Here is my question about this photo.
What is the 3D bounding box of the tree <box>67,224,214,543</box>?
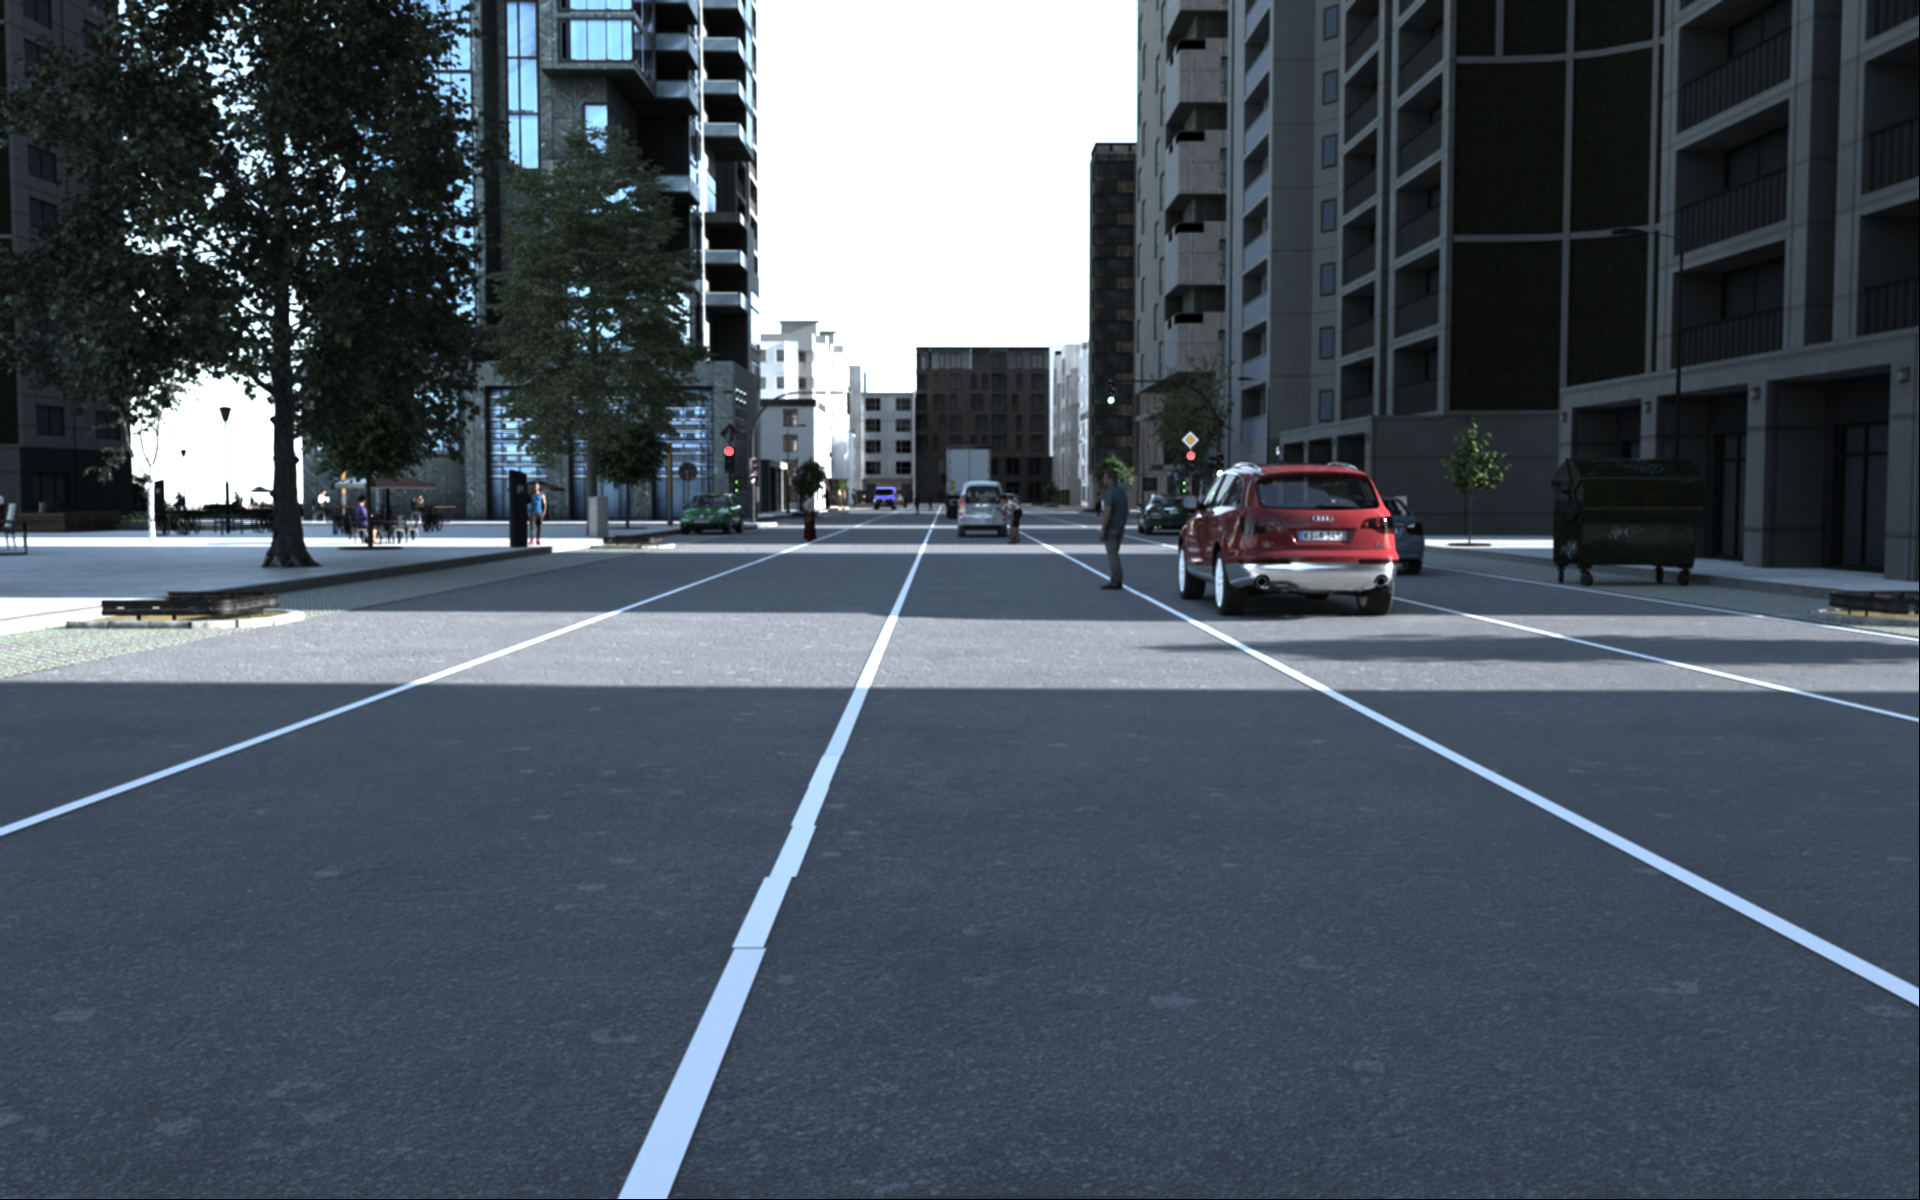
[{"bbox_3d":[-21.437,-5.830,45.684,4.360,8.622,3.978,0,3,0],"label":"tree"}]

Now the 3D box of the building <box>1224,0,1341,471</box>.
[{"bbox_3d":[28.921,-33.325,86.860,28.212,58.520,21.231,0,4,0],"label":"building"}]

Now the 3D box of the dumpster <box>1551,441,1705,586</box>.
[{"bbox_3d":[10.448,-1.364,27.253,1.985,2.255,1.502,0,4,-2],"label":"dumpster"}]

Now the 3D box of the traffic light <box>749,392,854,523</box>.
[{"bbox_3d":[-7.119,-6.265,77.101,4.771,5.953,1.251,0,4,0],"label":"traffic light"}]

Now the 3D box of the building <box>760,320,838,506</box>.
[{"bbox_3d":[-21.835,-20.168,186.165,16.016,20.091,11.380,0,4,0],"label":"building"}]

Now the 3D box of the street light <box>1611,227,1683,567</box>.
[{"bbox_3d":[12.025,-3.534,30.316,1.470,5.913,1.316,0,4,0],"label":"street light"}]

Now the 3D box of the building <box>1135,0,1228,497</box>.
[{"bbox_3d":[26.419,-32.109,114.219,28.713,52.752,27.495,0,4,0],"label":"building"}]

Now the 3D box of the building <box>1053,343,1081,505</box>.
[{"bbox_3d":[20.710,-21.119,211.752,16.747,18.905,31.486,0,4,0],"label":"building"}]

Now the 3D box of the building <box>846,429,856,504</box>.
[{"bbox_3d":[-27.620,-17.198,223.339,28.070,9.664,9.099,0,4,0],"label":"building"}]

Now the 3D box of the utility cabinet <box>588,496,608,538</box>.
[{"bbox_3d":[-10.571,-2.413,50.615,0.306,1.237,1.020,0,4,5],"label":"utility cabinet"}]

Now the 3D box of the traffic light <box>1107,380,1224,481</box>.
[{"bbox_3d":[8.202,-5.774,69.075,4.771,5.953,1.251,0,4,0],"label":"traffic light"}]

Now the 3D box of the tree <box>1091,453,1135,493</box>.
[{"bbox_3d":[11.756,-9.210,134.304,4.285,4.588,4.351,0,3,0],"label":"tree"}]

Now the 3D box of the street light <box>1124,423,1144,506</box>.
[{"bbox_3d":[11.422,-8.597,113.097,1.470,5.913,1.316,0,4,0],"label":"street light"}]

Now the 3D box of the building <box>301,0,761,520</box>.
[{"bbox_3d":[-22.248,-47.966,96.918,22.319,86.520,31.000,0,4,0],"label":"building"}]

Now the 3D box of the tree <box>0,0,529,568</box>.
[{"bbox_3d":[-11.911,-6.920,30.147,9.611,12.733,9.660,0,3,0],"label":"tree"}]

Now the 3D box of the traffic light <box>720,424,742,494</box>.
[{"bbox_3d":[-9.147,-4.902,69.065,0.839,4.253,0.868,0,4,0],"label":"traffic light"}]

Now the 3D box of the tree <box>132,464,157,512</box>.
[{"bbox_3d":[-65.710,-13.449,121.705,13.155,14.587,18.604,0,4,4],"label":"tree"}]

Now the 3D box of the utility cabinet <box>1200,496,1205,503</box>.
[{"bbox_3d":[12.023,-4.540,85.395,0.306,1.237,1.020,1,4,12],"label":"utility cabinet"}]

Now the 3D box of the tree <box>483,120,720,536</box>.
[{"bbox_3d":[-11.024,-8.248,52.975,7.486,12.596,7.792,0,3,0],"label":"tree"}]

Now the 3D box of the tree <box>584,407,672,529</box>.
[{"bbox_3d":[-12.358,-4.928,64.284,4.285,4.588,4.351,0,3,0],"label":"tree"}]

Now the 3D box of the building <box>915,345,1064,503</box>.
[{"bbox_3d":[10.063,-24.869,250.574,32.646,21.610,27.936,0,4,0],"label":"building"}]

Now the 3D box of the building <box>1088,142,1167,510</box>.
[{"bbox_3d":[17.645,-22.849,145.279,14.160,30.474,14.107,0,4,0],"label":"building"}]

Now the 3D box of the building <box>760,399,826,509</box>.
[{"bbox_3d":[-17.437,-13.742,166.830,9.099,9.664,28.070,0,4,0],"label":"building"}]

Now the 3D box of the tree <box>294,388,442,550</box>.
[{"bbox_3d":[-13.894,-3.475,40.534,4.285,4.588,4.351,0,3,0],"label":"tree"}]

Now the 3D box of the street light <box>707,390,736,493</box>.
[{"bbox_3d":[-10.727,-6.425,77.592,1.470,5.913,1.316,0,4,0],"label":"street light"}]

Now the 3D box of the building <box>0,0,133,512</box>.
[{"bbox_3d":[-58.810,-39.833,89.514,20.611,71.187,20.563,0,4,0],"label":"building"}]

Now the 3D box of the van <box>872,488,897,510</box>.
[{"bbox_3d":[-6.958,-9.594,161.246,2.240,2.365,5.245,0,4,1],"label":"van"}]

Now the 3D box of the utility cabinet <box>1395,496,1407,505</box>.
[{"bbox_3d":[12.108,-2.239,47.762,0.306,1.237,1.020,1,4,10],"label":"utility cabinet"}]

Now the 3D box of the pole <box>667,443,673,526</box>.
[{"bbox_3d":[-11.696,-4.646,69.806,0.158,3.312,0.155,0,3,0],"label":"pole"}]

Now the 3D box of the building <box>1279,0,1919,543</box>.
[{"bbox_3d":[22.908,-37.800,56.287,20.563,71.187,20.611,0,4,0],"label":"building"}]

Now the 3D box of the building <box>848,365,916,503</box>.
[{"bbox_3d":[-21.965,-23.196,245.714,31.486,18.905,16.747,0,4,0],"label":"building"}]

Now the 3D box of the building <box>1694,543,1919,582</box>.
[{"bbox_3d":[24.098,-36.054,27.738,20.563,71.187,20.611,0,4,0],"label":"building"}]

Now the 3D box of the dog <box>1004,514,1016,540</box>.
[{"bbox_3d":[1.571,-2.302,54.479,0.800,0.831,0.513,-3,5,-44],"label":"dog"}]

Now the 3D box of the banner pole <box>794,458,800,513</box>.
[{"bbox_3d":[-11.218,-7.895,119.094,0.401,3.779,0.863,0,4,1],"label":"banner pole"}]

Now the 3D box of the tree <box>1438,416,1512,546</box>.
[{"bbox_3d":[12.620,-2.947,42.781,1.663,3.219,1.824,0,3,0],"label":"tree"}]

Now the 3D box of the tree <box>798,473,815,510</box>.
[{"bbox_3d":[-12.371,-8.830,138.970,1.663,3.219,1.824,0,3,0],"label":"tree"}]

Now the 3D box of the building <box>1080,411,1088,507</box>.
[{"bbox_3d":[17.429,-13.950,170.230,9.099,9.664,28.070,0,4,0],"label":"building"}]

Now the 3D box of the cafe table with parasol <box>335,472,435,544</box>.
[{"bbox_3d":[-14.871,-2.439,44.744,2.610,1.966,2.610,1,4,12],"label":"cafe table with parasol"}]

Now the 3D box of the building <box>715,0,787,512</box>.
[{"bbox_3d":[-23.825,-42.377,131.117,20.563,71.187,20.611,0,4,0],"label":"building"}]

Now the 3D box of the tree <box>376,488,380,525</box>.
[{"bbox_3d":[-21.805,-6.947,63.951,4.737,8.622,4.395,0,3,0],"label":"tree"}]

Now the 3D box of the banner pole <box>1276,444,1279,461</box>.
[{"bbox_3d":[14.238,-5.285,76.429,0.863,3.779,0.401,-2,4,-26],"label":"banner pole"}]

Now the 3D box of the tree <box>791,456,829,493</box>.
[{"bbox_3d":[-12.743,-10.098,148.808,4.285,4.588,4.351,0,3,0],"label":"tree"}]

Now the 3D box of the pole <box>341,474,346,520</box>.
[{"bbox_3d":[-27.071,-5.029,76.063,0.158,3.312,0.155,0,3,0],"label":"pole"}]

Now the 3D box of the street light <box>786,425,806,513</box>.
[{"bbox_3d":[-10.969,-8.767,115.883,1.470,5.913,1.316,0,4,0],"label":"street light"}]

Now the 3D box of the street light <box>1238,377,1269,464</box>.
[{"bbox_3d":[11.719,-5.895,68.930,1.470,5.913,1.316,0,4,0],"label":"street light"}]

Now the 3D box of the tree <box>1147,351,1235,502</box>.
[{"bbox_3d":[12.230,-8.440,88.359,4.737,8.622,4.395,0,3,0],"label":"tree"}]

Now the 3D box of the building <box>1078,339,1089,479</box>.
[{"bbox_3d":[21.123,-20.380,189.628,16.016,20.091,11.380,0,4,0],"label":"building"}]

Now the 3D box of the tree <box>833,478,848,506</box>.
[{"bbox_3d":[-12.537,-11.610,184.421,1.663,3.219,1.824,0,3,0],"label":"tree"}]

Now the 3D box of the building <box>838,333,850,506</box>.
[{"bbox_3d":[-20.802,-20.907,198.251,16.016,20.091,11.380,0,4,0],"label":"building"}]

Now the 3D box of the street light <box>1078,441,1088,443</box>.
[{"bbox_3d":[11.030,-10.974,151.960,1.470,5.913,1.316,0,4,0],"label":"street light"}]

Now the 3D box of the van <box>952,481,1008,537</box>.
[{"bbox_3d":[0.744,-3.183,59.052,2.013,2.044,4.112,0,4,0],"label":"van"}]

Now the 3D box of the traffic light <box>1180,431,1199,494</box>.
[{"bbox_3d":[10.230,-5.400,77.218,0.839,4.253,0.868,0,4,0],"label":"traffic light"}]
